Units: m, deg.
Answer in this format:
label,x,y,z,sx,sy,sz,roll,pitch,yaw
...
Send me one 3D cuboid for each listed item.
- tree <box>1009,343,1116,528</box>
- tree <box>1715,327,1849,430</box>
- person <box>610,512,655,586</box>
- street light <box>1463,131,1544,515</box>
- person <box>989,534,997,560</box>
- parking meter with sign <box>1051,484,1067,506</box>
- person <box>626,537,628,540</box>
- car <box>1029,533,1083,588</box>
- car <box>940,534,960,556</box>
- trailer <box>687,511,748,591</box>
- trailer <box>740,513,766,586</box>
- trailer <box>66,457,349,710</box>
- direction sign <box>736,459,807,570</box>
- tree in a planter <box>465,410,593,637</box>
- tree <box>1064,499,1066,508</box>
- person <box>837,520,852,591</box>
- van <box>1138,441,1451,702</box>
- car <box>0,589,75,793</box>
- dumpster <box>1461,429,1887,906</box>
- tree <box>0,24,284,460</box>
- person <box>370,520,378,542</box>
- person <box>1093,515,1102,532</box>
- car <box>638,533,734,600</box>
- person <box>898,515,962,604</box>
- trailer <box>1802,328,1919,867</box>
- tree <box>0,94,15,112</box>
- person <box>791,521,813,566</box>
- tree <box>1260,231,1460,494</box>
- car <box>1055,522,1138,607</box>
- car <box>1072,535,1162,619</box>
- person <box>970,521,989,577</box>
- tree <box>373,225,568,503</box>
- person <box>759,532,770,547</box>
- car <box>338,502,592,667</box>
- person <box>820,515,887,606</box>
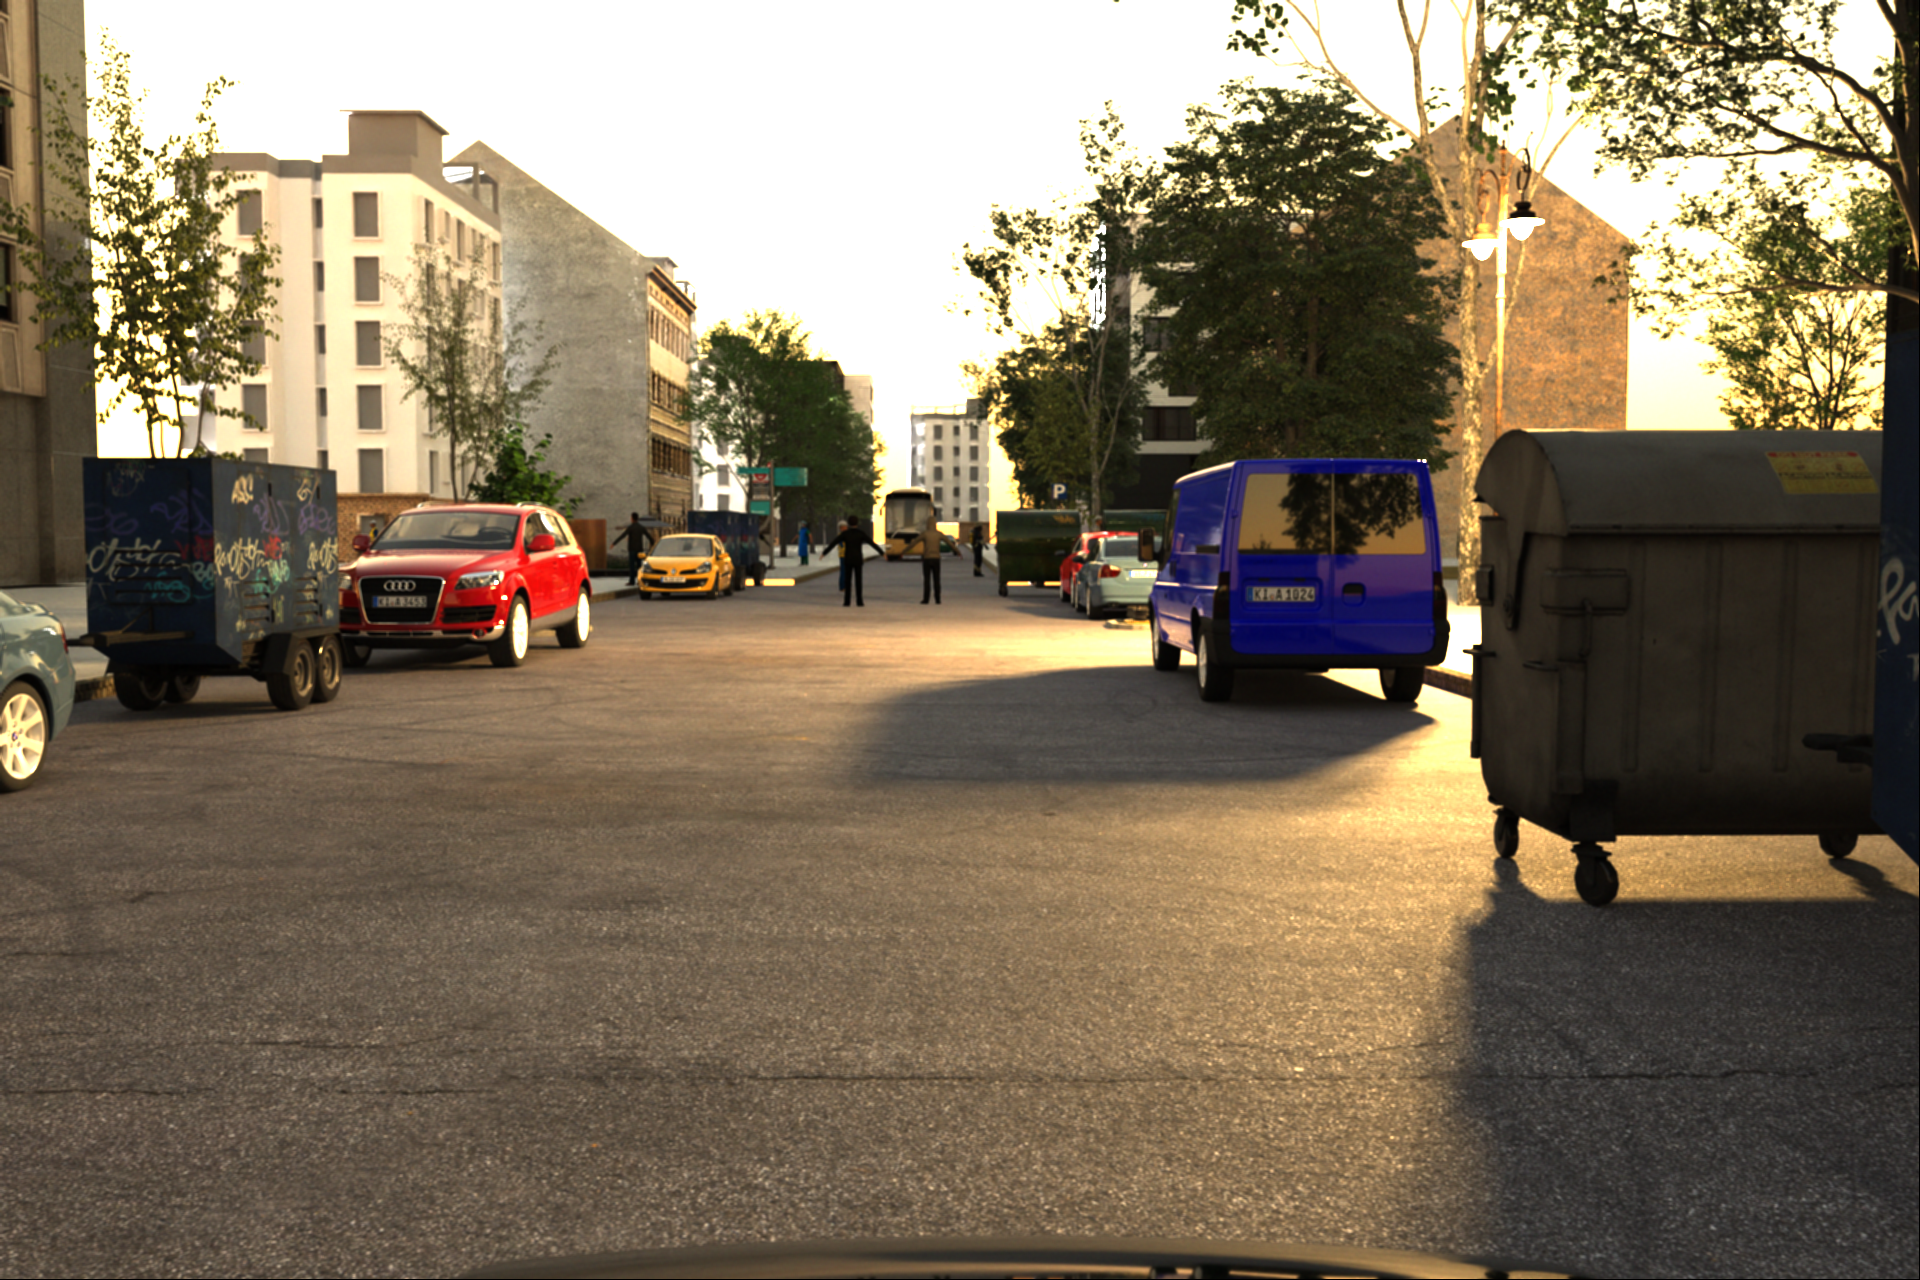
label,x,y,z,sx,sy,sz,roll,pitch,yaw
tree,3.794,-7.097,66.400,4.737,8.622,4.395,0,3,0
tree,28.412,-6.728,60.370,4.737,8.622,4.395,0,3,0
person,-8.126,-2.274,43.244,0.705,1.821,1.348,3,5,44
street light,6.364,-2.915,20.452,0.468,5.910,1.993,0,4,-1
person,2.009,-4.827,85.110,1.347,1.806,0.705,-2,4,-35
parking meter with sign,3.420,-3.832,58.921,0.543,3.016,1.738,0,3,0
person,-16.643,-4.913,87.130,0.721,1.733,1.217,0,4,0
car,2.854,-2.370,47.553,1.959,1.807,4.718,0,4,-1
car,-1.072,-6.371,115.962,2.131,1.459,4.920,0,3,0
trailer,-6.198,-2.209,43.168,1.471,1.999,3.904,0,3,0
trailer,-6.208,-2.477,47.544,1.471,1.999,3.904,0,3,0
trailer,-6.046,-0.404,13.654,1.471,1.999,3.904,0,4,-1
direction sign,-6.737,-4.516,62.603,2.525,3.948,1.411,0,4,-1
tree in a planter,-6.418,-1.700,25.023,1.991,3.239,1.994,0,4,0
tree,15.226,-23.750,244.206,12.611,20.169,13.585,0,3,0
person,-2.833,-2.109,43.399,0.721,1.772,1.216,0,4,4
van,2.985,-0.739,16.462,2.240,2.365,5.245,0,4,-1
car,-6.080,0.222,8.372,2.014,1.417,4.499,0,3,0
dumpster,3.139,0.065,7.147,1.865,1.857,1.264,0,4,-1
tree,-11.826,-4.599,25.563,4.737,8.622,4.395,0,3,0
person,-23.731,-3.917,70.004,0.705,1.833,1.349,-2,4,-31
person,4.227,-2.859,52.606,0.705,1.847,1.347,0,4,7
car,-6.140,-1.760,38.999,2.015,1.641,3.980,0,3,0
person,-0.587,-1.648,35.533,1.348,1.813,0.705,-1,4,-13
trailer,3.147,0.168,4.299,1.471,1.999,3.904,0,4,-1
tree,-12.012,-6.529,13.410,9.857,13.997,8.962,0,3,0
person,-6.302,-3.882,69.595,0.704,1.817,1.347,-3,5,-42
tree,14.676,-9.001,65.298,7.486,12.596,7.792,0,3,0
car,3.040,-1.606,35.301,2.155,1.783,4.494,0,4,-1
car,3.002,-1.122,30.341,2.014,1.417,4.499,0,4,0
person,0.636,-3.075,58.511,0.705,1.856,1.354,-1,4,-19
tree,-12.492,-5.617,42.201,4.360,8.622,3.978,0,3,0
person,-6.329,-2.804,51.614,1.354,1.858,0.705,-1,4,-14
car,-5.739,-0.712,20.322,2.281,1.827,5.304,0,3,0
person,-2.116,-1.575,34.388,1.347,1.806,0.705,0,4,-2
